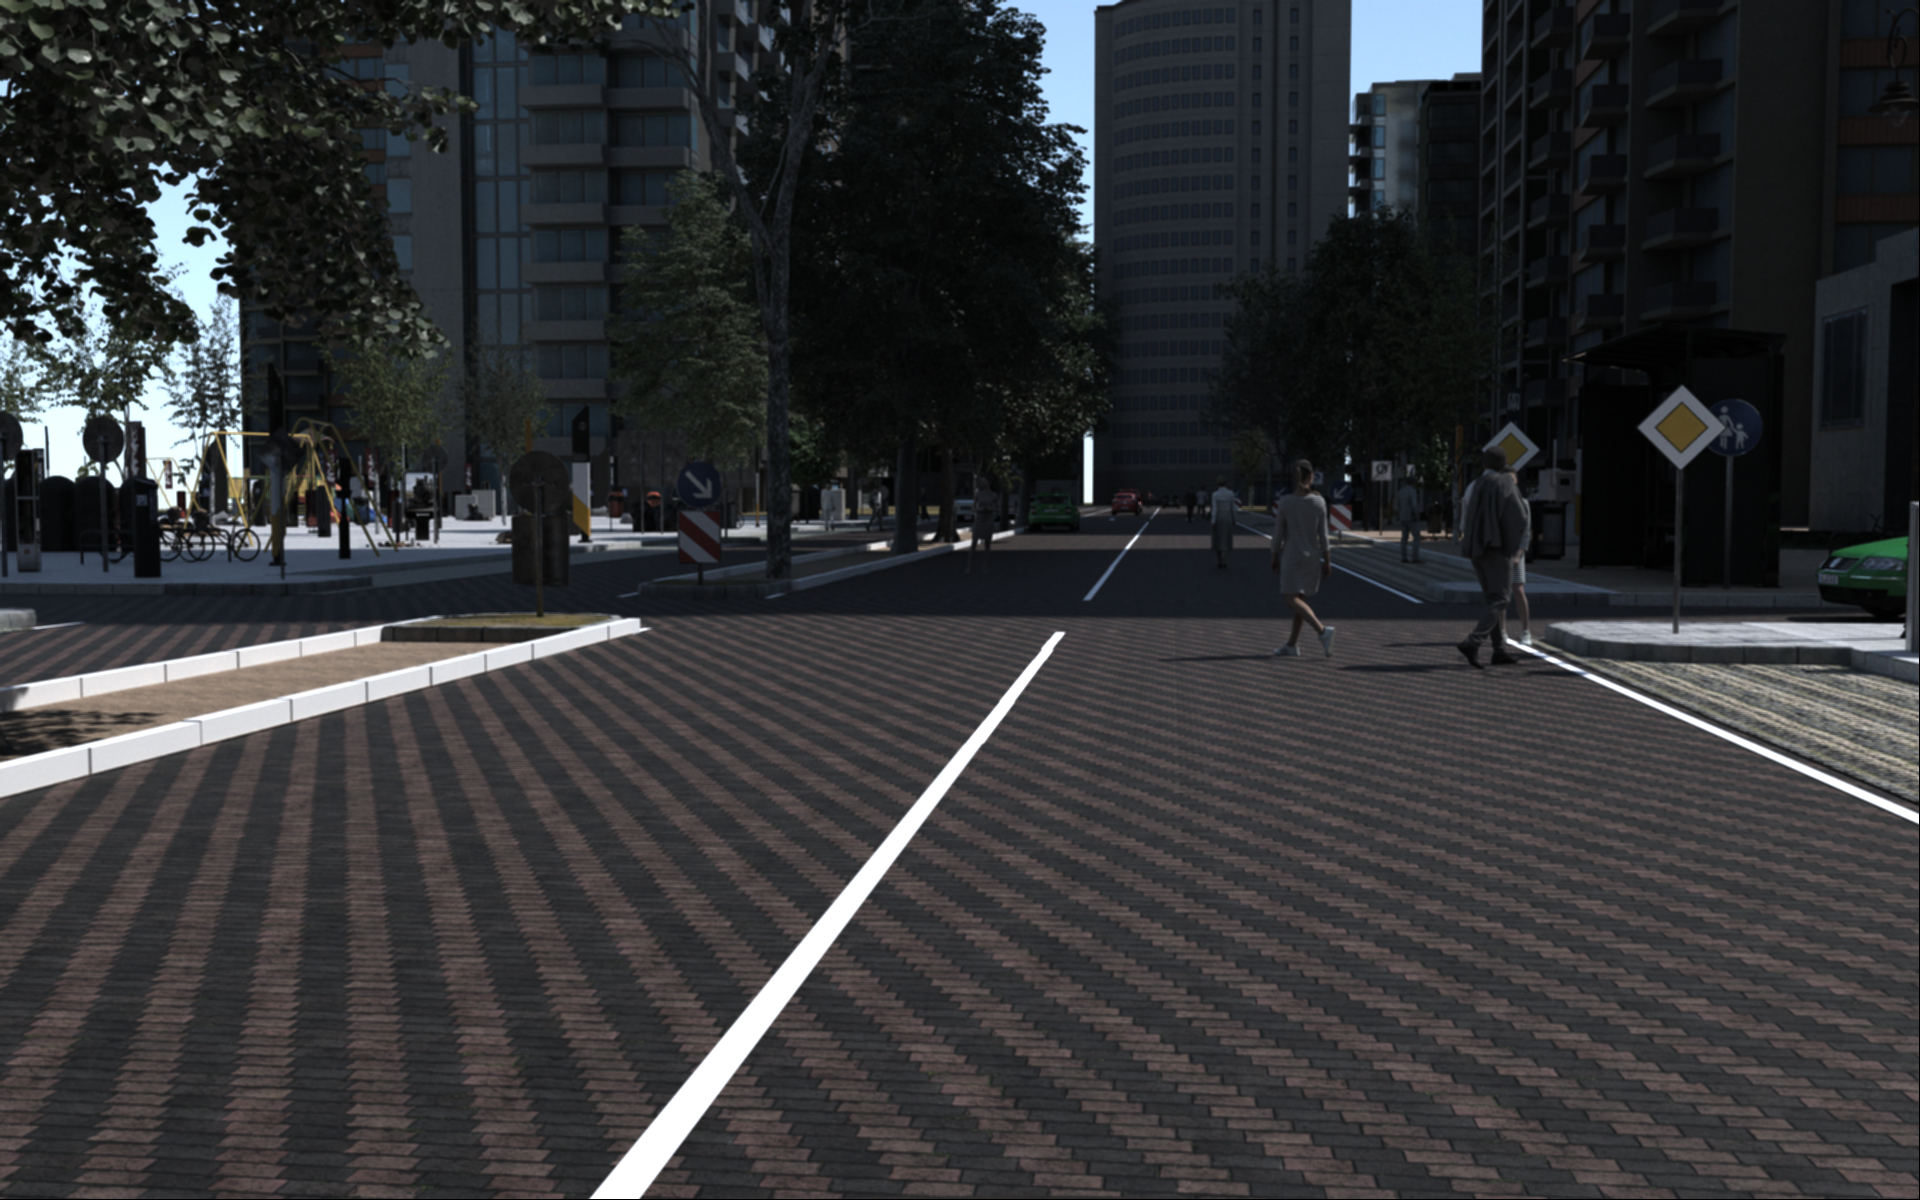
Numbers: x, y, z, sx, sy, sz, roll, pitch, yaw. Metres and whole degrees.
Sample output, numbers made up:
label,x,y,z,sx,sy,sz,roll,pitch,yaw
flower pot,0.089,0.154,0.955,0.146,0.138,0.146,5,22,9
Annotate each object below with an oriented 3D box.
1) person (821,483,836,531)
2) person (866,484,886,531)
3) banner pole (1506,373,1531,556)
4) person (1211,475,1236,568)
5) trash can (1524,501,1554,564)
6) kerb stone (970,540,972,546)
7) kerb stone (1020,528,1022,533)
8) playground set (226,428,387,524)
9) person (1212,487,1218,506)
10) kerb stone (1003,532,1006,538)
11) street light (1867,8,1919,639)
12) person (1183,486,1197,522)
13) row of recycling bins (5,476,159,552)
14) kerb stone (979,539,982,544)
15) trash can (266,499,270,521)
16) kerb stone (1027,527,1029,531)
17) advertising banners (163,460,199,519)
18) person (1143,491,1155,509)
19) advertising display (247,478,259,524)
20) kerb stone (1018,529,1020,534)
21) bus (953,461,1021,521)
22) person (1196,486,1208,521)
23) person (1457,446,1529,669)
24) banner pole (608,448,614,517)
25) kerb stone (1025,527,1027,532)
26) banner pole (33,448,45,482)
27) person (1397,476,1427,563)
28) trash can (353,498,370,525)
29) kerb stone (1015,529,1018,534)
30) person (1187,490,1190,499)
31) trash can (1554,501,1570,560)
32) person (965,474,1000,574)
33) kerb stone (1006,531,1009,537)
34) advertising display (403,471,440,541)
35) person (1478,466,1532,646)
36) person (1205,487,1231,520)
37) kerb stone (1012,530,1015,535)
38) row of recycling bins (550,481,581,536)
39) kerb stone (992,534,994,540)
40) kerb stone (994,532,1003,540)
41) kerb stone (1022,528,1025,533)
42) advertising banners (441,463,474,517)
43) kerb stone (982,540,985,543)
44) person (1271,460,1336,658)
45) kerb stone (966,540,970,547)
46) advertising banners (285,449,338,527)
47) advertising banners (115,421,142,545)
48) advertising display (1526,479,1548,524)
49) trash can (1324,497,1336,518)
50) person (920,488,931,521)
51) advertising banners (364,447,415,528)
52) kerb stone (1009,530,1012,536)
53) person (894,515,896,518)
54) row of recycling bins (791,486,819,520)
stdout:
label,x,y,z,sx,sy,sz,roll,pitch,yaw
person,-5.009,-3.529,66.077,0.514,1.842,0.818,-1,4,-16
person,-3.235,-3.533,66.357,0.850,1.850,0.679,2,4,27
banner pole,11.562,-2.807,35.912,0.863,3.779,0.401,-2,4,-34
person,5.078,-1.511,33.436,0.478,1.798,0.641,1,4,13
trash can,10.412,-1.255,32.174,0.748,1.137,0.748,0,3,0
kerb stone,0.205,-1.544,47.484,0.120,0.150,1.000,0,4,7
kerb stone,2.068,-2.479,62.768,0.120,0.150,1.000,0,4,7
playground set,-28.460,-5.404,75.141,5.637,4.214,5.302,1,4,18
person,14.225,-5.353,96.252,0.478,1.798,0.641,3,5,43
kerb stone,1.319,-2.105,56.665,0.120,0.150,1.000,0,4,7
street light,8.469,-2.596,15.235,0.468,5.910,1.993,0,4,7
person,11.681,-4.862,87.767,0.659,1.850,0.755,1,4,19
row of recycling bins,-19.690,-1.934,38.730,3.534,1.692,1.069,0,4,3
kerb stone,0.456,-1.672,49.529,0.120,0.150,1.000,0,4,7
trash can,-31.413,-4.133,79.228,0.748,1.137,0.748,0,3,0
kerb stone,2.435,-2.668,65.814,0.120,0.150,1.000,0,4,7
advertising banners,-40.612,-5.760,90.369,0.090,3.025,2.074,2,4,34
person,18.358,-9.736,168.408,1.217,1.743,0.721,0,4,-2
advertising display,-29.145,-4.050,71.437,0.123,1.923,0.974,0,4,0
kerb stone,1.945,-2.419,61.753,0.120,0.150,1.000,0,4,7
bus,1.463,-6.070,94.108,2.948,3.499,13.247,0,4,8
person,12.743,-5.079,91.381,0.661,1.843,0.795,1,4,22
person,4.427,-0.352,14.353,0.850,1.850,0.679,-2,4,-34
banner pole,-19.215,-6.441,95.331,0.401,3.779,0.863,1,4,13
kerb stone,2.316,-2.606,64.799,0.120,0.150,1.000,0,4,7
banner pole,-44.056,-5.703,83.254,0.863,3.779,0.401,-1,4,-22
person,9.268,-1.658,35.704,0.391,1.810,0.635,-2,4,-34
trash can,-24.679,-3.656,71.437,0.748,1.137,0.748,0,3,0
kerb stone,1.831,-2.357,60.737,0.120,0.150,1.000,0,4,7
person,21.170,-9.277,160.199,0.705,1.821,1.348,2,4,28
trash can,11.548,-1.363,33.945,0.748,1.137,0.748,0,3,0
person,0.403,-1.352,30.942,0.599,1.781,0.374,0,4,5
kerb stone,1.447,-2.171,57.685,0.120,0.150,1.000,0,4,7
advertising display,-14.908,-2.614,47.960,0.974,1.923,0.123,-2,4,-34
person,5.238,-0.434,16.592,0.512,1.701,0.522,1,4,23
person,14.113,-5.214,93.971,1.509,1.804,0.699,1,4,14
kerb stone,1.703,-2.295,59.723,0.120,0.150,1.000,0,4,7
row of recycling bins,-12.463,-2.927,54.975,1.069,1.692,3.534,0,4,-7
kerb stone,0.836,-1.859,52.584,0.120,0.150,1.000,0,4,7
kerb stone,1.203,-2.046,55.649,0.120,0.150,1.000,0,4,7
kerb stone,2.198,-2.543,63.783,0.120,0.150,1.000,0,4,7
advertising banners,-28.132,-6.147,96.698,2.074,3.025,0.090,-2,4,-34
kerb stone,0.707,-1.794,51.558,0.120,0.150,1.000,0,4,7
person,3.034,-0.362,15.175,0.466,1.731,0.760,-3,4,-38
kerb stone,0.086,-1.483,46.468,0.120,0.150,1.000,0,4,7
advertising banners,-25.151,-4.338,67.122,2.074,3.025,0.090,-1,4,-13
advertising banners,-20.343,-2.788,41.776,2.074,3.025,0.090,2,4,30
advertising display,24.576,-4.199,73.859,0.974,1.923,0.123,3,4,37
trash can,19.935,-4.985,93.152,0.748,1.137,0.748,0,3,0
person,-1.841,-4.960,90.011,0.534,1.772,0.576,-3,5,-40
advertising banners,-21.315,-4.221,65.204,2.074,3.025,0.090,-2,4,-26
kerb stone,1.583,-2.233,58.708,0.120,0.150,1.000,0,4,7
person,-2.338,-3.806,71.089,0.694,1.780,0.624,-2,4,-24
row of recycling bins,-8.185,-4.852,86.444,1.069,1.692,3.534,2,4,26
